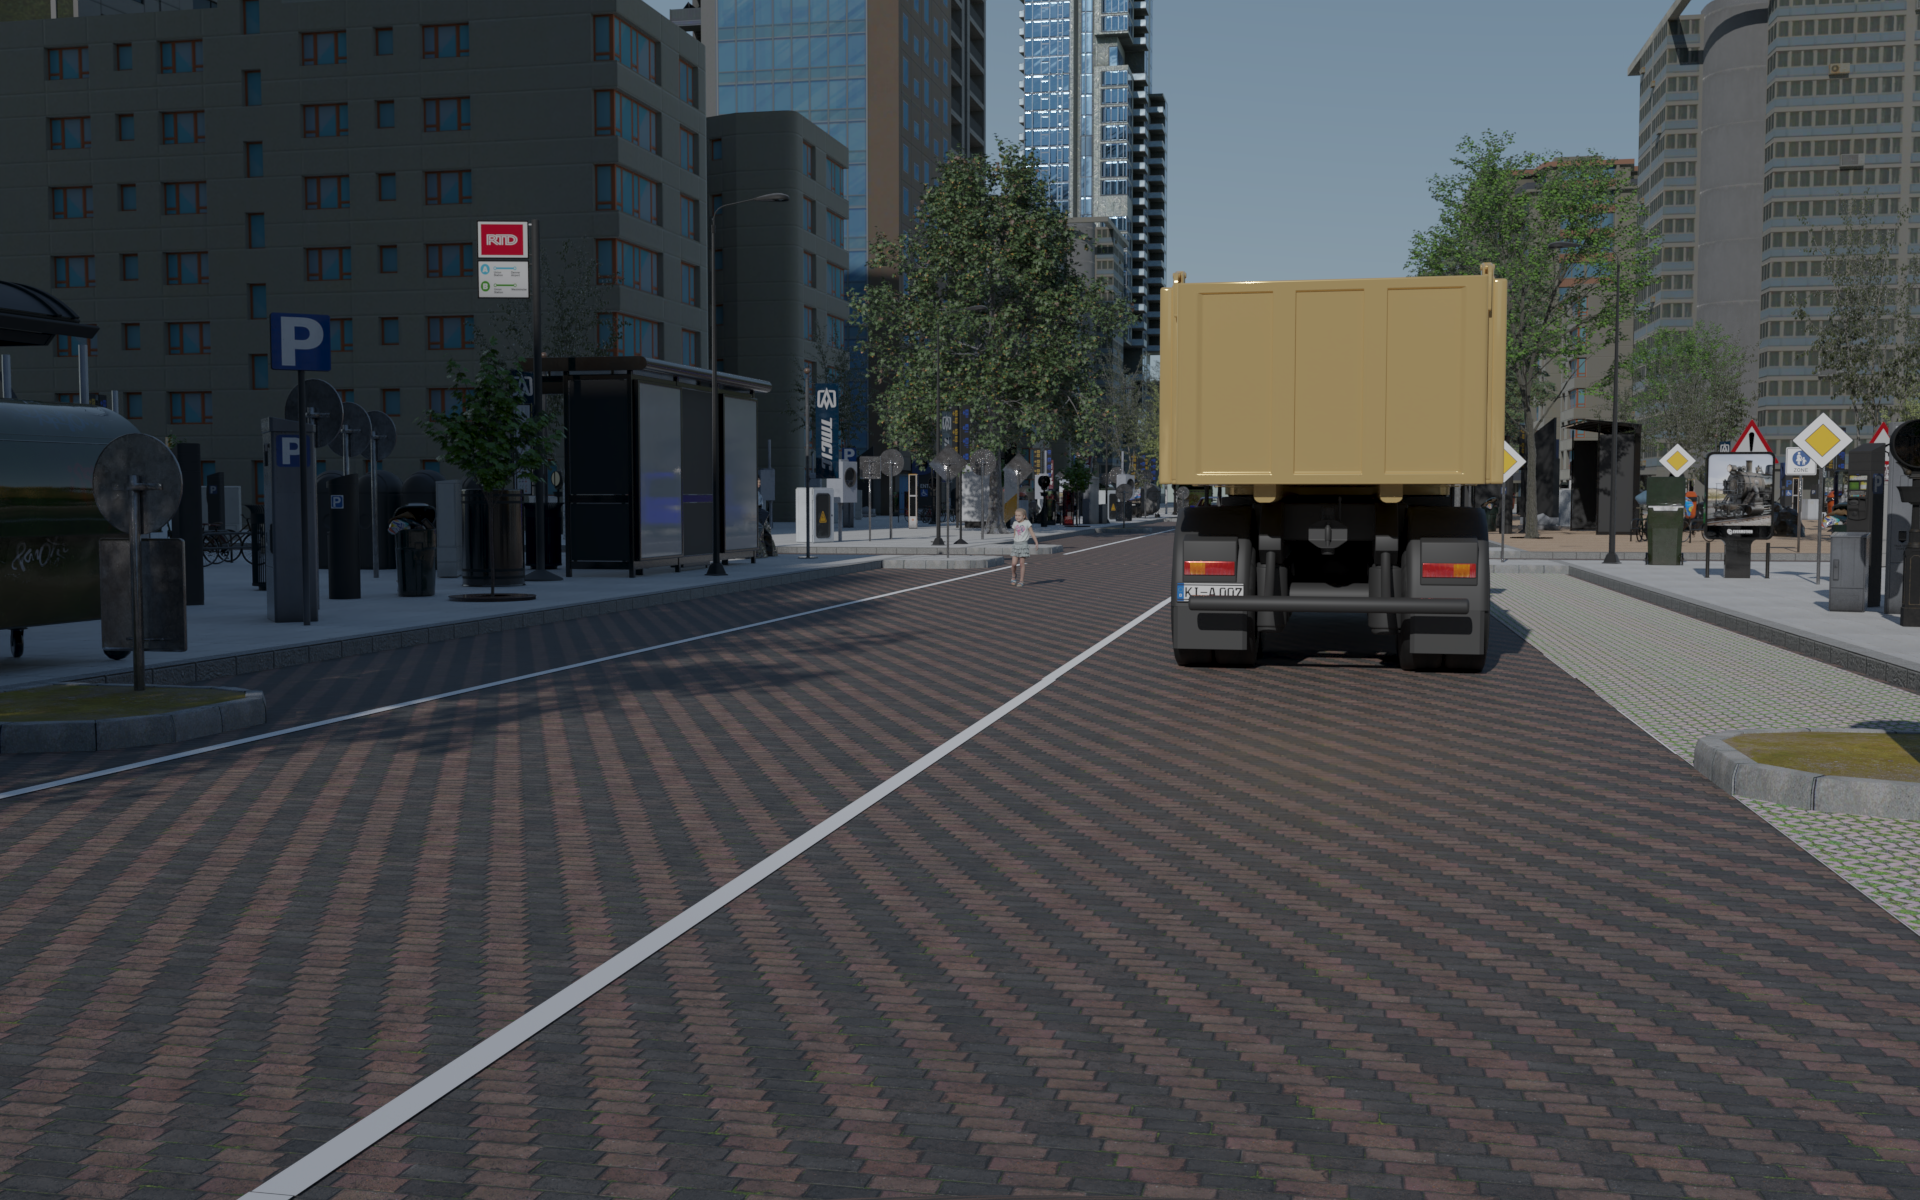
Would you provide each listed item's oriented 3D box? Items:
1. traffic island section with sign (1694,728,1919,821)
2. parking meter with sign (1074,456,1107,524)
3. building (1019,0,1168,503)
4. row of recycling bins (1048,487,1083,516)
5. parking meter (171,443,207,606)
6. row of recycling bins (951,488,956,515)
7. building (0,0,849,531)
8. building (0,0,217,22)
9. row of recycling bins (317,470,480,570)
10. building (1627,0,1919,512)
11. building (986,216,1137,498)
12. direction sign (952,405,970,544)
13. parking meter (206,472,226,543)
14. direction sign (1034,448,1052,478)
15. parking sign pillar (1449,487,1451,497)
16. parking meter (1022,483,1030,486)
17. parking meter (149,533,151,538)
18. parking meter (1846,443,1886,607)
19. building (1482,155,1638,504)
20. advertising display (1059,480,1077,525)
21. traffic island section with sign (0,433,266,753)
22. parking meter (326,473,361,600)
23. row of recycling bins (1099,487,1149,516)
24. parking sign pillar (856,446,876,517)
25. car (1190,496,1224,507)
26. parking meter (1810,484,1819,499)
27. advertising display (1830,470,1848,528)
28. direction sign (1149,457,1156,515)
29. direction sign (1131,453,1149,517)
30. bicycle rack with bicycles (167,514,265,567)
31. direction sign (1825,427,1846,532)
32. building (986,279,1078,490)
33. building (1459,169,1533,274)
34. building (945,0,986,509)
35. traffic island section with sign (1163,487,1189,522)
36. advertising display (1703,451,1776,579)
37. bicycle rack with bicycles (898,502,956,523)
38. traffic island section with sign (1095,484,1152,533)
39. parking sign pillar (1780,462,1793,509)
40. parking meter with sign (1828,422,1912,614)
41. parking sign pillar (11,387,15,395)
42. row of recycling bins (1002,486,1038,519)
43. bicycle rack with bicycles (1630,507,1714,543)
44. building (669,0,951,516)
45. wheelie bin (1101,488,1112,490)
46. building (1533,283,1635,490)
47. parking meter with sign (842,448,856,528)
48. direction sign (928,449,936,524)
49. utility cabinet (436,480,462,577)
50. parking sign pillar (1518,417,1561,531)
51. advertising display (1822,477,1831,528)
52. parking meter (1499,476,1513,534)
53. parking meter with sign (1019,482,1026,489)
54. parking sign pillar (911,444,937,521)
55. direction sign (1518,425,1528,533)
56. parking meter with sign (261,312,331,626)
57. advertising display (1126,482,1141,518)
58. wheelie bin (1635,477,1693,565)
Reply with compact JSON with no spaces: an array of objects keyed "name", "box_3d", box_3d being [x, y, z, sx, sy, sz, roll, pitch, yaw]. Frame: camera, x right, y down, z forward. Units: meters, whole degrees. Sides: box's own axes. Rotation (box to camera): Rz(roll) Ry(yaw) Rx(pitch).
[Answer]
[{"name":"traffic island section with sign","box_3d":[4.725,0.015,8.389,1.989,1.847,2.006,1,4,12]},{"name":"parking meter with sign","box_3d":[5.596,-4.740,73.768,0.543,3.016,1.738,3,5,41]},{"name":"building","box_3d":[19.965,-57.543,253.503,22.319,86.520,31.000,1,4,12]},{"name":"row of recycling bins","box_3d":[5.749,-5.916,103.831,3.534,1.692,1.069,2,4,32]},{"name":"parking meter","box_3d":[-8.946,-0.876,20.041,0.255,1.863,0.399,-3,5,-39]},{"name":"row of recycling bins","box_3d":[1.101,-6.037,105.818,3.534,1.692,1.069,-1,4,-22]},{"name":"building","box_3d":[-22.089,-14.110,75.744,27.650,21.520,28.899,1,4,12]},{"name":"building","box_3d":[-47.428,-39.082,77.238,20.611,71.187,20.563,1,4,12]},{"name":"row of recycling bins","box_3d":[-9.464,-1.377,29.634,3.534,1.692,1.069,1,4,10]},{"name":"building","box_3d":[63.617,-26.618,127.089,32.217,40.220,23.993,1,4,12]},{"name":"building","box_3d":[8.657,-32.867,229.260,32.217,40.220,23.993,1,4,12]},{"name":"direction sign","box_3d":[0.020,-3.199,44.299,0.379,3.537,0.876,-2,4,-29]},{"name":"parking meter","box_3d":[-19.719,-2.458,45.892,0.399,1.863,0.255,1,4,8]},{"name":"direction sign","box_3d":[4.039,-5.678,84.825,0.876,3.537,0.379,1,4,10]},{"name":"parking sign pillar","box_3d":[29.676,-7.139,105.197,1.447,3.967,1.447,0,4,-2]},{"name":"parking meter","box_3d":[3.527,-5.342,93.050,0.399,1.863,0.255,-2,4,-32]},{"name":"parking meter","box_3d":[-10.856,-1.052,22.909,0.255,1.863,0.399,-2,4,-26]},{"name":"parking meter","box_3d":[10.288,-0.855,19.695,0.399,1.863,0.255,-3,4,-36]},{"name":"building","box_3d":[80.439,-35.088,228.316,22.147,44.769,28.867,1,4,12]},{"name":"advertising display","box_3d":[4.524,-4.099,72.238,0.974,1.923,0.123,3,5,42]},{"name":"traffic island section with sign","box_3d":[-5.411,-0.118,10.555,1.989,1.847,2.006,1,4,12]},{"name":"parking meter","box_3d":[-7.543,-0.782,21.196,0.372,1.533,0.369,0,3,0]},{"name":"row of recycling bins","box_3d":[9.172,-5.705,100.394,3.534,1.692,1.069,0,4,0]},{"name":"parking sign pillar","box_3d":[-5.422,-6.634,96.943,1.447,3.967,1.447,1,4,12]},{"name":"car","box_3d":[10.411,-3.565,70.861,1.945,1.354,3.894,1,4,10]},{"name":"parking meter","box_3d":[49.481,-5.786,100.308,0.255,1.863,0.399,-2,4,-33]},{"name":"advertising display","box_3d":[24.208,-2.570,47.226,0.974,1.923,0.123,-2,4,-25]},{"name":"direction sign","box_3d":[11.547,-6.955,105.706,0.876,3.537,0.379,-1,4,-21]},{"name":"direction sign","box_3d":[9.890,-6.376,96.252,0.876,3.537,0.379,-1,4,-17]},{"name":"bicycle rack with bicycles","box_3d":[-13.514,-1.075,30.957,2.852,0.926,2.925,2,4,35]},{"name":"direction sign","box_3d":[29.634,-4.079,58.687,0.876,3.537,0.379,-1,4,-22]},{"name":"building","box_3d":[-4.652,-19.050,156.499,27.650,21.520,28.899,1,4,12]},{"name":"building","box_3d":[84.522,-38.499,253.160,21.300,48.544,21.600,1,4,12]},{"name":"building","box_3d":[-6.782,-42.319,130.165,20.563,71.187,20.611,1,4,12]},{"name":"traffic island section with sign","box_3d":[11.767,-5.043,91.081,1.989,1.847,2.006,1,4,12]},{"name":"advertising display","box_3d":[11.848,-1.293,26.357,0.974,1.923,0.123,1,4,14]},{"name":"bicycle rack with bicycles","box_3d":[-1.324,-3.946,77.900,2.925,0.926,2.852,-3,5,-40]},{"name":"traffic island section with sign","box_3d":[6.148,-3.430,64.715,1.989,1.847,2.006,1,4,12]},{"name":"parking sign pillar","box_3d":[50.671,-7.200,106.186,1.447,3.967,1.447,1,4,12]},{"name":"parking meter with sign","box_3d":[10.275,-1.357,18.453,1.738,3.016,0.543,2,4,33]},{"name":"parking sign pillar","box_3d":[-20.683,-3.000,37.521,1.447,3.967,1.447,3,5,43]},{"name":"row of recycling bins","box_3d":[1.834,-4.709,84.105,3.534,1.692,1.069,0,4,-4]},{"name":"bicycle rack with bicycles","box_3d":[19.147,-2.030,46.567,2.925,0.926,2.852,-2,4,-33]},{"name":"building","box_3d":[-8.810,-28.031,108.422,14.600,45.320,14.200,1,4,12]},{"name":"wheelie bin","box_3d":[7.970,-5.310,94.724,0.980,1.594,0.693,-1,4,-13]},{"name":"building","box_3d":[67.152,-18.890,153.897,27.650,21.520,28.899,1,4,12]},{"name":"parking meter with sign","box_3d":[-4.255,-4.278,66.213,0.543,3.016,1.738,0,4,-5]},{"name":"direction sign","box_3d":[-1.166,-4.967,73.208,0.379,3.537,0.876,0,4,4]},{"name":"utility cabinet","box_3d":[-7.948,-1.118,26.951,0.318,1.500,1.173,-1,4,-11]},{"name":"parking sign pillar","box_3d":[20.597,-4.465,61.481,1.447,3.967,1.447,-3,5,-39]},{"name":"advertising display","box_3d":[33.183,-3.716,65.972,0.974,1.923,0.123,-2,4,-27]},{"name":"parking meter","box_3d":[17.528,-3.053,55.620,0.255,1.863,0.399,-2,4,-31]},{"name":"parking meter with sign","box_3d":[4.023,-7.140,112.996,0.543,3.016,1.738,0,4,-5]},{"name":"parking sign pillar","box_3d":[-1.747,-5.839,83.938,1.447,3.967,1.447,0,4,-2]},{"name":"direction sign","box_3d":[18.548,-3.967,56.859,0.379,3.537,0.876,3,5,43]},{"name":"parking meter with sign","box_3d":[-6.772,-1.302,17.544,0.543,3.016,1.738,-2,4,-29]},{"name":"advertising display","box_3d":[9.140,-5.308,92.000,0.974,1.923,0.123,1,4,16]},{"name":"wheelie bin","box_3d":[12.736,-1.434,31.347,0.980,1.594,0.693,1,4,22]}]
